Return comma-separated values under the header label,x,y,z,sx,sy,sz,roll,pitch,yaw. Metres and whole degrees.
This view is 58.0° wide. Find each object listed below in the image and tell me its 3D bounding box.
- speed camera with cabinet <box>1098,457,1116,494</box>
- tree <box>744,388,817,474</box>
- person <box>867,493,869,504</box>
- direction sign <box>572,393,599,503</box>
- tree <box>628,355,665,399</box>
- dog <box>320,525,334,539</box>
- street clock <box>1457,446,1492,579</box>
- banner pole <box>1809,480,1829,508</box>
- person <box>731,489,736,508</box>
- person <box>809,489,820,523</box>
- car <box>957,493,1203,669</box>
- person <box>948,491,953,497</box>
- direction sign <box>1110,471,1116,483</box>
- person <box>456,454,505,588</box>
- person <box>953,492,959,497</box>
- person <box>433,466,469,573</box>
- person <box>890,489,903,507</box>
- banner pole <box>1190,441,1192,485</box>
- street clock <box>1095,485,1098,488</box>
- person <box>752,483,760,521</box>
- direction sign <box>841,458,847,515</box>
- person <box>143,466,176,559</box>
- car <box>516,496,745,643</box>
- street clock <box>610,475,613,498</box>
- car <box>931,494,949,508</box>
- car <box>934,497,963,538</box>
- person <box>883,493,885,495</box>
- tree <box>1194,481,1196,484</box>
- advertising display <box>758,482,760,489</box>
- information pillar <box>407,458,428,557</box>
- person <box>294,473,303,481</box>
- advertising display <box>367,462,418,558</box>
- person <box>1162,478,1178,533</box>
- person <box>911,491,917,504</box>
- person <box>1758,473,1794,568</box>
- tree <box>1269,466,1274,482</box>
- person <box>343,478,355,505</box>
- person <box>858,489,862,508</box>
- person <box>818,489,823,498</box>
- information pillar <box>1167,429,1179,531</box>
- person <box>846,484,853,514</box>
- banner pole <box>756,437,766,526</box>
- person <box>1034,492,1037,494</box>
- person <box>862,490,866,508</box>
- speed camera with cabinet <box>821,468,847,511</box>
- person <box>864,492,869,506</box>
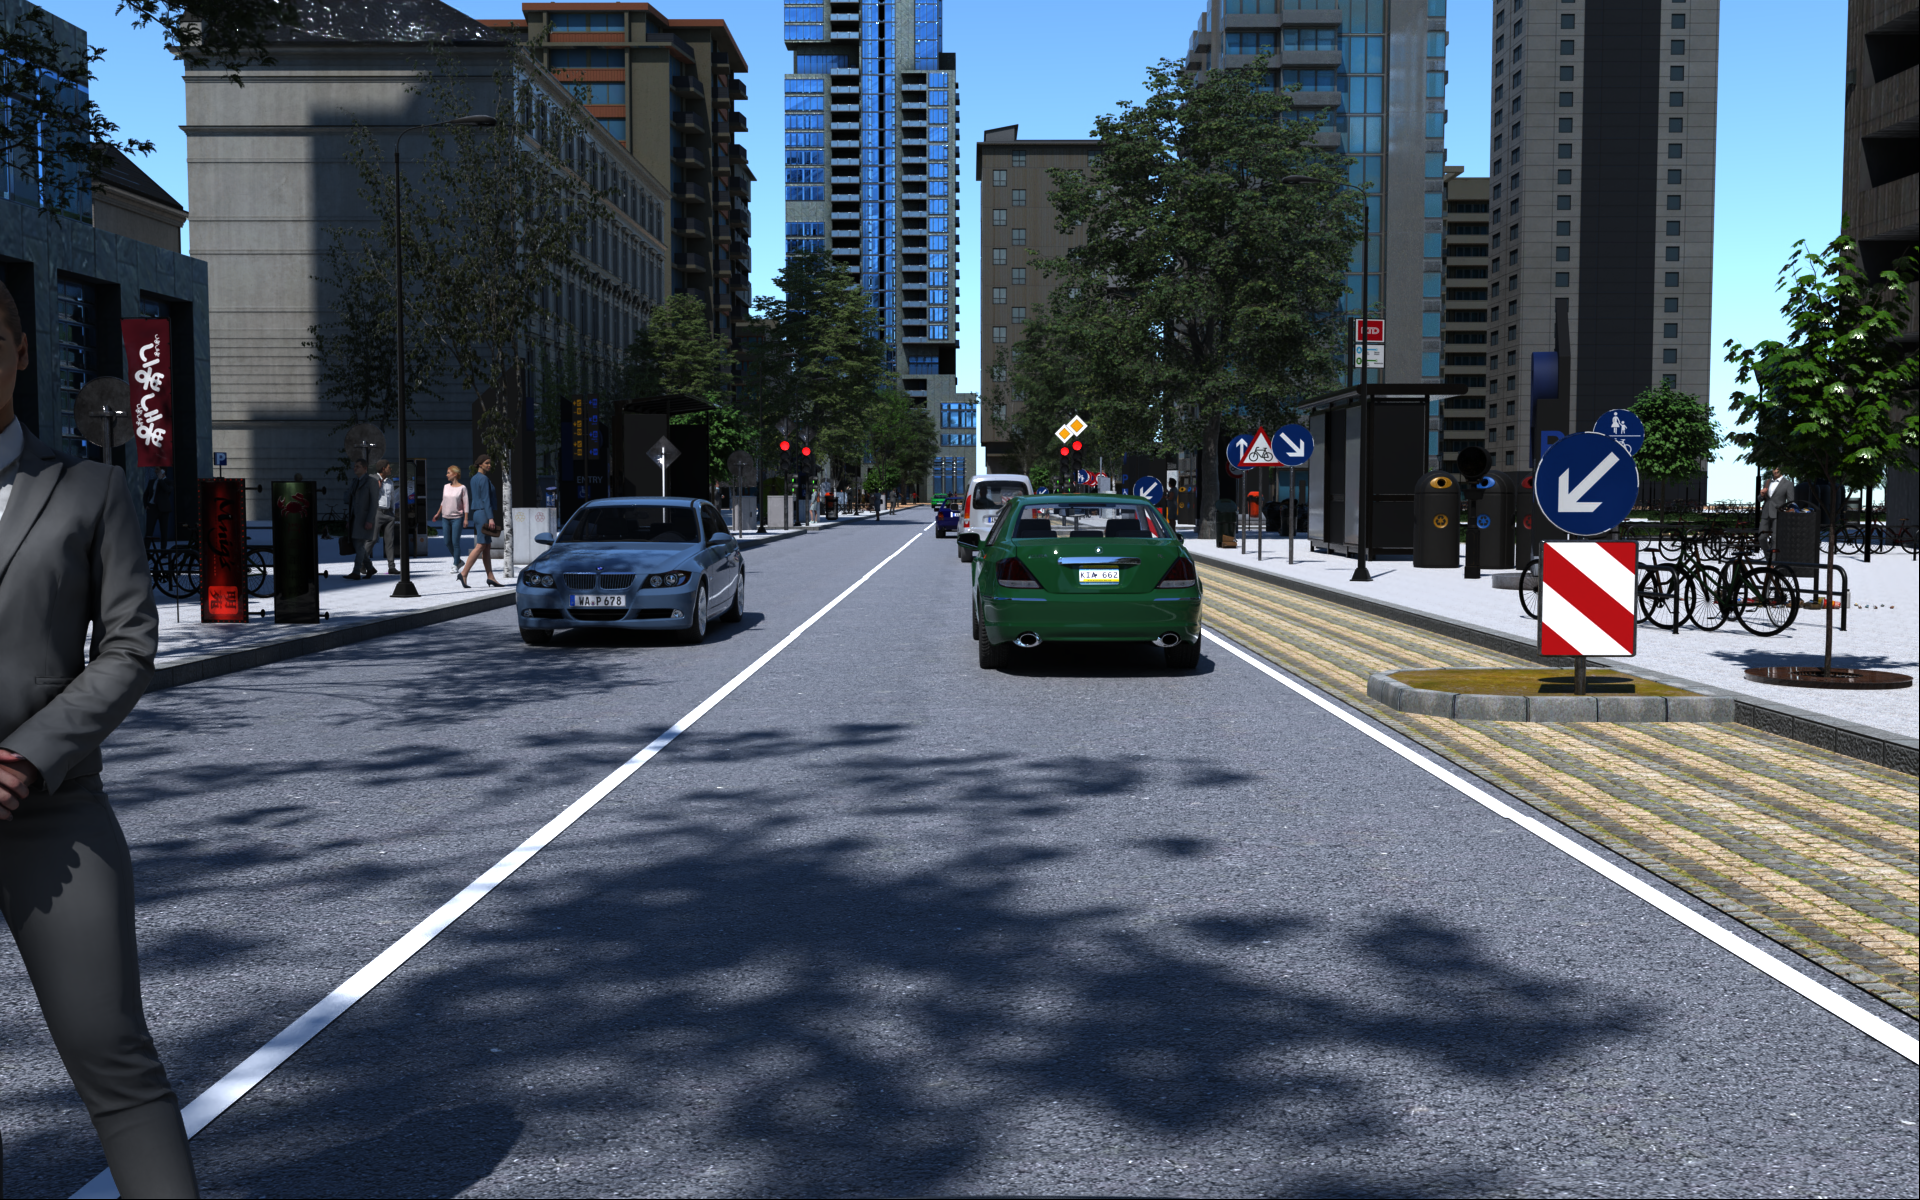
label,x,y,z,sx,sy,sz,roll,pitch,yaw
speed camera with cabinet,7.781,-5.949,91.607,0.660,3.252,2.038,0,4,-8
tree,-12.551,-10.093,115.390,4.737,8.622,4.395,0,3,0
person,-10.407,-11.393,195.572,0.557,1.426,1.065,3,5,42
direction sign,-8.476,-2.892,39.282,0.876,3.537,0.379,3,4,37
tree,-17.261,-8.594,90.881,4.737,8.622,4.395,0,3,0
dog,-17.931,-1.925,49.207,0.550,0.427,0.748,1,4,16
street clock,7.782,-1.326,26.248,0.471,2.002,0.358,2,4,34
banner pole,28.581,-4.141,57.726,0.863,3.779,0.401,0,4,-3
person,-17.721,-7.896,135.699,0.519,1.759,0.362,-2,4,-30
person,-6.389,-4.218,76.012,0.522,1.701,0.512,0,4,1
car,1.044,-0.236,15.661,2.131,1.459,4.920,0,4,-1
person,-1.085,-12.224,208.812,0.683,1.767,0.568,-1,4,-10
direction sign,10.462,-7.711,118.077,0.379,3.537,0.876,-1,4,-22
person,-6.578,-1.080,23.720,0.654,1.822,0.581,-1,4,-18
person,-0.488,-12.497,213.514,1.217,1.739,0.721,3,5,45
person,-8.247,-1.313,28.180,0.731,1.740,0.598,1,4,11
person,-6.367,-10.296,174.392,1.348,1.822,0.705,0,4,6
banner pole,10.661,-5.494,79.843,0.401,3.779,0.863,1,4,13
street clock,10.503,-7.786,131.865,0.471,2.002,0.358,3,4,36
person,-9.344,-4.559,80.932,0.721,1.781,0.623,1,4,10
direction sign,-7.271,-7.136,108.674,0.379,3.537,0.876,1,4,9
person,-15.954,-1.776,34.444,0.648,1.900,0.474,-1,4,-12
car,-3.324,-0.377,18.161,2.014,1.417,4.499,0,4,0
street clock,-11.076,-3.100,55.254,0.471,2.002,0.358,0,4,-2
car,-1.968,-10.262,176.573,1.959,1.807,4.718,0,4,2
car,0.092,-2.740,57.386,1.945,1.354,3.894,0,4,1
person,-9.615,-12.702,215.196,0.415,1.643,0.593,3,5,42
tree,19.219,-8.651,136.042,1.663,3.219,1.824,0,3,0
advertising display,-10.217,-5.116,88.864,0.123,1.923,0.974,-1,4,-19
information pillar,-11.198,-1.908,35.694,0.304,2.012,0.304,2,4,33
person,-15.289,-2.057,40.095,0.576,1.772,0.534,-1,4,-16
advertising display,-11.386,-1.806,34.741,0.974,1.923,0.123,-1,4,-8
person,6.479,-2.877,53.441,0.532,1.782,0.716,1,4,19
person,-5.862,-13.194,224.153,1.348,1.831,0.705,2,4,31
person,13.515,-1.388,28.698,0.622,1.834,0.822,3,5,43
tree,19.961,-8.306,119.511,4.285,4.588,4.351,0,3,0
person,-19.934,-3.128,57.165,0.713,1.824,0.794,0,4,3
person,-9.442,-9.407,160.565,0.721,1.735,1.217,2,4,30
person,-12.108,-8.687,148.752,0.721,1.739,1.217,2,4,25
information pillar,7.440,-4.241,60.689,0.183,3.616,0.504,-3,5,-40
person,-7.145,-6.491,111.530,0.474,1.900,0.648,0,4,-8
banner pole,-8.124,-4.881,69.818,0.401,3.779,0.863,1,4,14
person,9.490,-12.994,218.435,1.348,1.831,0.705,2,4,23
person,-9.067,-9.620,164.059,0.721,1.736,1.217,0,4,1
speed camera with cabinet,-9.779,-8.556,134.233,2.038,3.252,0.660,-1,4,-22
person,-9.811,-10.686,181.477,1.217,1.735,0.721,3,4,38
